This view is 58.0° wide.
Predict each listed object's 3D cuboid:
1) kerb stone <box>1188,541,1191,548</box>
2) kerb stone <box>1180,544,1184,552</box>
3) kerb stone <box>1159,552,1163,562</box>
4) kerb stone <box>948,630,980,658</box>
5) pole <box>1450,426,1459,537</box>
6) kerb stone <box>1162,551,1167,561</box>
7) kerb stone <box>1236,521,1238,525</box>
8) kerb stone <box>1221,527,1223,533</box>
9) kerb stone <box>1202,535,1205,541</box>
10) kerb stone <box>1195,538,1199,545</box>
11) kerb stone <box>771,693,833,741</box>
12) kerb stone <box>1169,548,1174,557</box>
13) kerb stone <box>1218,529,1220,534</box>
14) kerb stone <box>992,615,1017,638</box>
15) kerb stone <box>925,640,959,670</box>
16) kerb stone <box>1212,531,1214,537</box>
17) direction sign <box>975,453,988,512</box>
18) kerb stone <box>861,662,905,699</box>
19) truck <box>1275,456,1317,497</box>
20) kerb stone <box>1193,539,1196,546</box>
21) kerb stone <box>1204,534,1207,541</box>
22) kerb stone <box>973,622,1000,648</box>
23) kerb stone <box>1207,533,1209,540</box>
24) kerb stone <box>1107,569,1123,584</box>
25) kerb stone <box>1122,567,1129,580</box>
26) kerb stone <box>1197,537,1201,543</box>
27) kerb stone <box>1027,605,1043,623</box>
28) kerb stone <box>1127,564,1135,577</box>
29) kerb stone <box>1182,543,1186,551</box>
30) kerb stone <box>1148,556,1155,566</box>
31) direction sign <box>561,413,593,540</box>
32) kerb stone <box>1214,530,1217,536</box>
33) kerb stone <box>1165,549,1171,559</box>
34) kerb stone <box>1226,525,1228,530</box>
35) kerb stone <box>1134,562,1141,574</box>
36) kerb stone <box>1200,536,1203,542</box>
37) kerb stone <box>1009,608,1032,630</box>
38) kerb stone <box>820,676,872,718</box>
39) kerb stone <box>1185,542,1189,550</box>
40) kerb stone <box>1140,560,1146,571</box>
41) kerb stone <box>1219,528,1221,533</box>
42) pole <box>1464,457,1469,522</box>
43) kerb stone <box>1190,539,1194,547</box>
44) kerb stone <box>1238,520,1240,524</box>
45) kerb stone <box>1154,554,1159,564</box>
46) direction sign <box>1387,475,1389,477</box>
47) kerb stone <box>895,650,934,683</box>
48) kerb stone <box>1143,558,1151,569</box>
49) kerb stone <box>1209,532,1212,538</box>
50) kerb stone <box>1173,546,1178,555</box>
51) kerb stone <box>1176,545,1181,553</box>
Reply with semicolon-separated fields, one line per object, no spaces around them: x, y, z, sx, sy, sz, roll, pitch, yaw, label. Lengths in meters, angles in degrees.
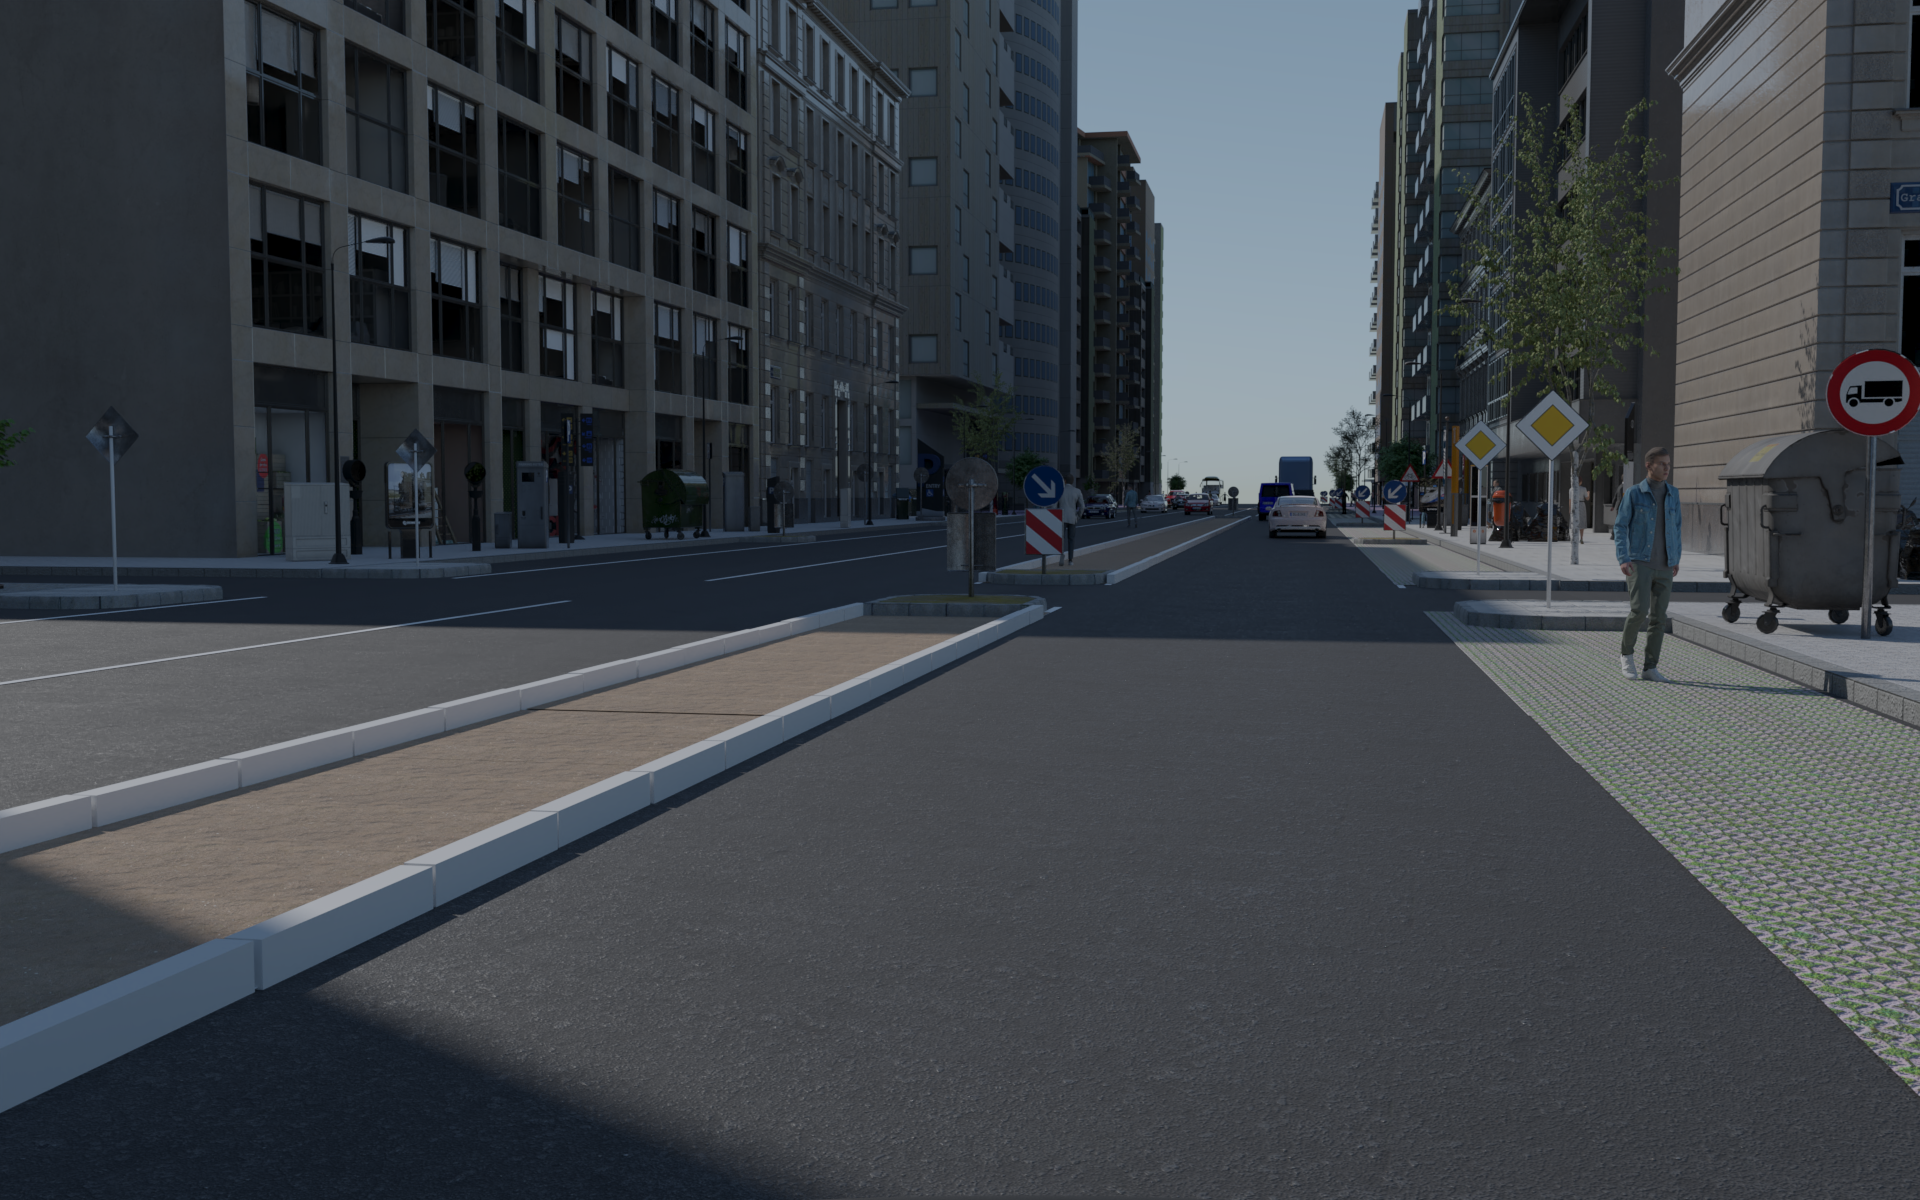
5.880;-1.407;45.199;0.120;0.150;1.000;1;4;11;kerb stone
5.292;-1.222;42.180;0.120;0.150;1.000;1;4;11;kerb stone
4.094;-0.847;36.153;0.120;0.150;1.000;1;4;11;kerb stone
0.010;0.407;15.539;0.120;0.150;1.000;1;4;11;kerb stone
14.860;-3.557;52.000;0.158;3.312;0.155;0;3;0;pole
4.290;-0.908;37.157;0.120;0.150;1.000;1;4;11;kerb stone
12.064;-3.314;76.380;0.120;0.150;1.000;1;4;11;kerb stone
9.271;-2.453;62.304;0.120;0.150;1.000;1;4;11;kerb stone
7.082;-1.776;51.237;0.120;0.150;1.000;1;4;11;kerb stone
6.485;-1.592;48.219;0.120;0.150;1.000;1;4;11;kerb stone
-0.982;0.715;10.523;0.120;0.150;1.000;1;4;11;kerb stone
4.686;-1.038;39.169;0.120;0.150;1.000;1;4;11;kerb stone
8.869;-2.330;60.284;0.120;0.150;1.000;1;4;11;kerb stone
0.410;0.284;17.550;0.120;0.150;1.000;1;4;11;kerb stone
-0.189;0.470;14.536;0.120;0.150;1.000;1;4;11;kerb stone
8.074;-2.084;56.268;0.120;0.150;1.000;1;4;11;kerb stone
1.157;-6.283;94.723;0.876;3.537;0.379;3;5;39;direction sign
-0.585;0.591;12.530;0.120;0.150;1.000;1;4;11;kerb stone
22.757;-7.805;117.368;2.967;4.110;18.799;1;4;11;truck
6.284;-1.528;47.216;0.120;0.150;1.000;1;4;11;kerb stone
7.277;-1.831;52.241;0.120;0.150;1.000;1;4;11;kerb stone
0.210;0.346;16.541;0.120;0.150;1.000;1;4;11;kerb stone
7.482;-1.897;53.245;0.120;0.150;1.000;1;4;11;kerb stone
2.500;-0.362;28.111;0.120;0.150;1.000;1;4;11;kerb stone
2.696;-0.423;29.114;0.120;0.150;1.000;1;4;11;kerb stone
6.681;-1.653;49.225;0.120;0.150;1.000;1;4;11;kerb stone
0.810;0.163;19.561;0.120;0.150;1.000;1;4;11;kerb stone
2.898;-0.484;30.116;0.120;0.150;1.000;1;4;11;kerb stone
5.487;-1.281;43.187;0.120;0.150;1.000;1;4;11;kerb stone
3.691;-0.731;34.147;0.120;0.150;1.000;1;4;11;kerb stone
-10.735;-3.463;48.620;0.876;3.537;0.379;-1;4;-15;direction sign
8.472;-2.206;58.273;0.120;0.150;1.000;1;4;11;kerb stone
4.488;-0.977;38.166;0.120;0.150;1.000;1;4;11;kerb stone
10.072;-2.696;66.329;0.120;0.150;1.000;1;4;11;kerb stone
3.098;-0.546;31.118;0.120;0.150;1.000;1;4;11;kerb stone
6.880;-1.715;50.231;0.120;0.150;1.000;1;4;11;kerb stone
0.606;0.222;18.559;0.120;0.150;1.000;1;4;11;kerb stone
-0.780;0.653;11.525;0.120;0.150;1.000;1;4;11;kerb stone
5.690;-1.345;44.189;0.120;0.150;1.000;1;4;11;kerb stone
3.300;-0.607;32.120;0.120;0.150;1.000;1;4;11;kerb stone
9.074;-2.390;61.296;0.120;0.150;1.000;1;4;11;kerb stone
22.574;-5.097;77.172;0.158;3.312;0.155;0;3;0;pole
6.087;-1.467;46.207;0.120;0.150;1.000;1;4;11;kerb stone
12.464;-3.431;78.387;0.120;0.150;1.000;1;4;11;kerb stone
3.888;-0.792;35.150;0.120;0.150;1.000;1;4;11;kerb stone
23.117;-6.120;92.058;0.876;3.537;0.379;2;4;30;direction sign
-0.388;0.530;13.533;0.120;0.150;1.000;1;4;11;kerb stone
3.504;-0.665;33.142;0.120;0.150;1.000;1;4;11;kerb stone
7.876;-2.021;55.262;0.120;0.150;1.000;1;4;11;kerb stone
4.893;-1.099;40.170;0.120;0.150;1.000;1;4;11;kerb stone
5.091;-1.161;41.174;0.120;0.150;1.000;1;4;11;kerb stone
